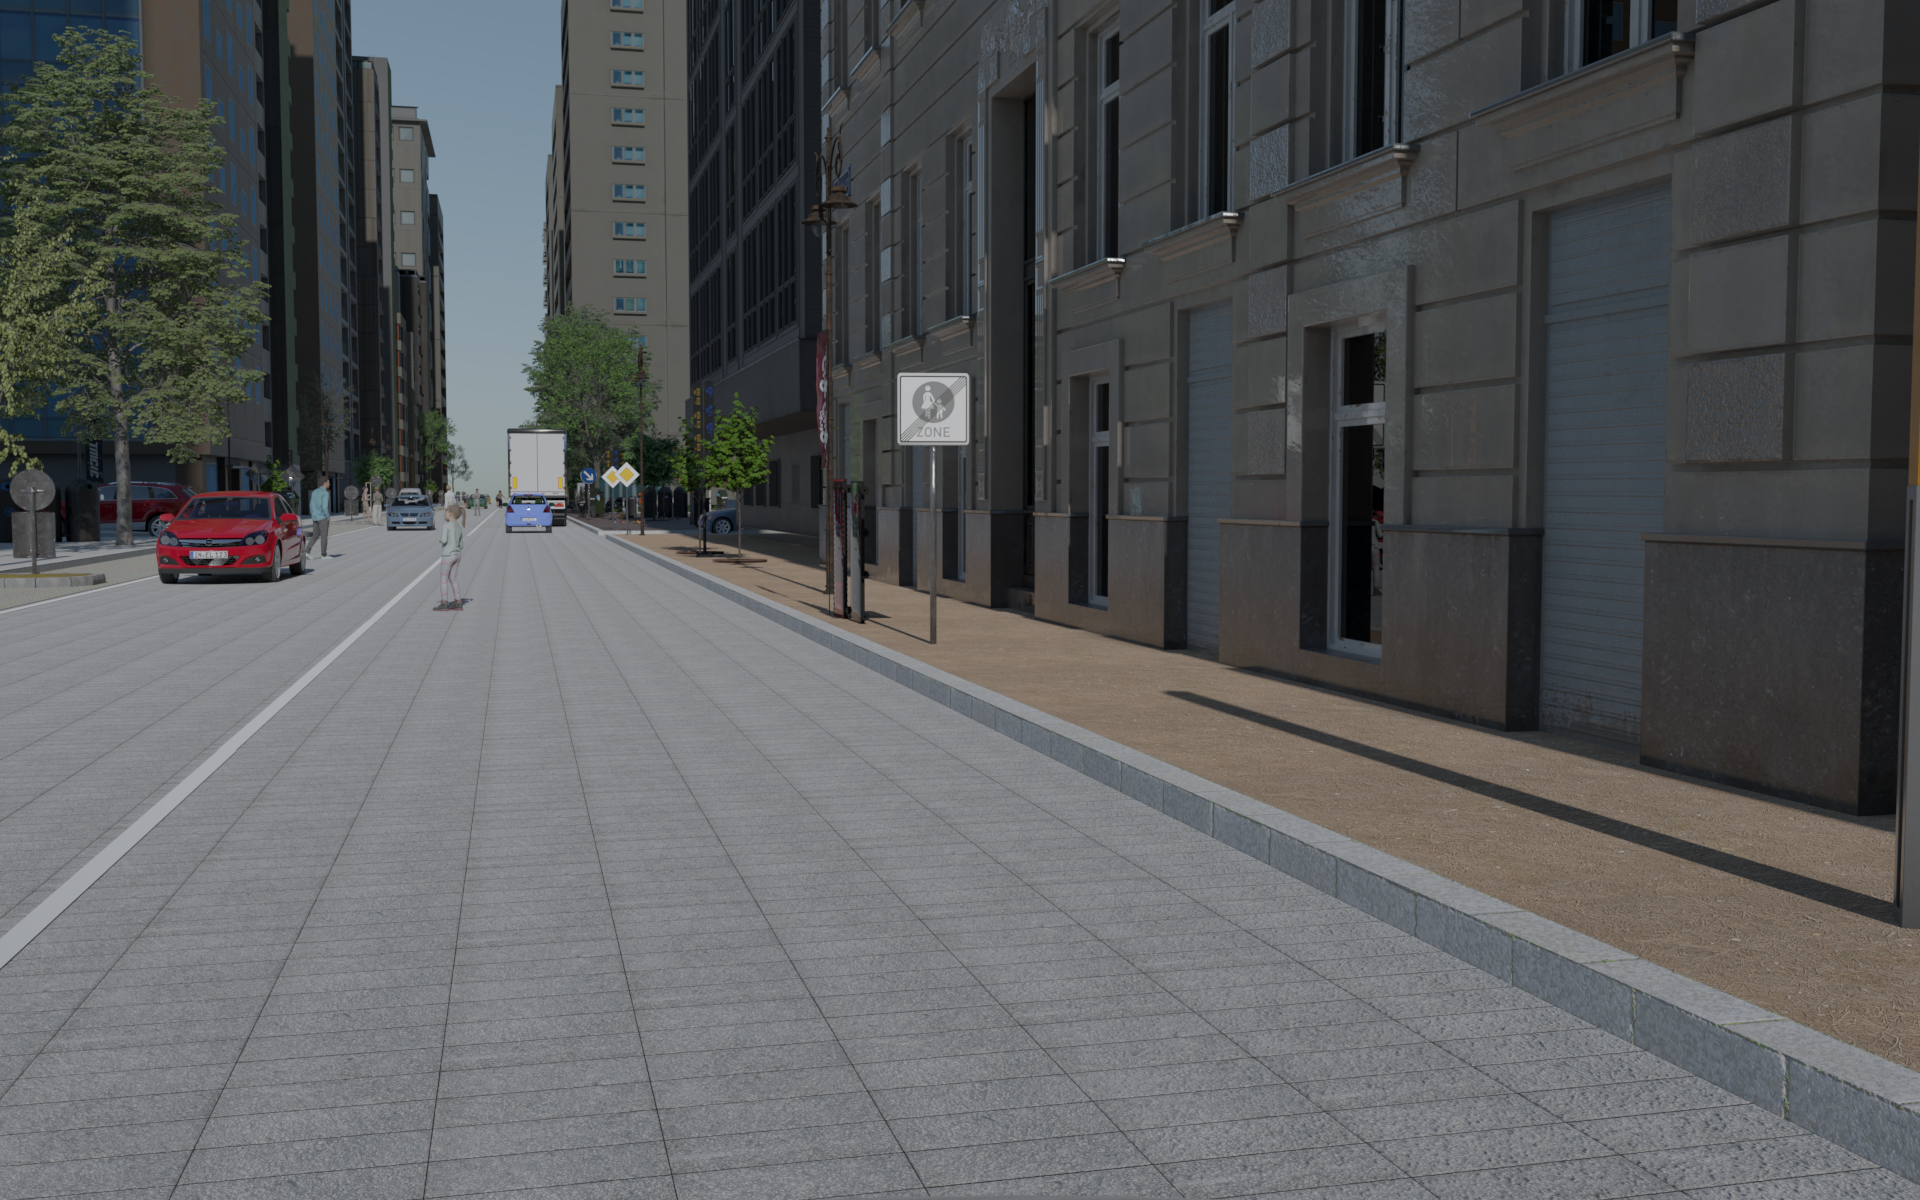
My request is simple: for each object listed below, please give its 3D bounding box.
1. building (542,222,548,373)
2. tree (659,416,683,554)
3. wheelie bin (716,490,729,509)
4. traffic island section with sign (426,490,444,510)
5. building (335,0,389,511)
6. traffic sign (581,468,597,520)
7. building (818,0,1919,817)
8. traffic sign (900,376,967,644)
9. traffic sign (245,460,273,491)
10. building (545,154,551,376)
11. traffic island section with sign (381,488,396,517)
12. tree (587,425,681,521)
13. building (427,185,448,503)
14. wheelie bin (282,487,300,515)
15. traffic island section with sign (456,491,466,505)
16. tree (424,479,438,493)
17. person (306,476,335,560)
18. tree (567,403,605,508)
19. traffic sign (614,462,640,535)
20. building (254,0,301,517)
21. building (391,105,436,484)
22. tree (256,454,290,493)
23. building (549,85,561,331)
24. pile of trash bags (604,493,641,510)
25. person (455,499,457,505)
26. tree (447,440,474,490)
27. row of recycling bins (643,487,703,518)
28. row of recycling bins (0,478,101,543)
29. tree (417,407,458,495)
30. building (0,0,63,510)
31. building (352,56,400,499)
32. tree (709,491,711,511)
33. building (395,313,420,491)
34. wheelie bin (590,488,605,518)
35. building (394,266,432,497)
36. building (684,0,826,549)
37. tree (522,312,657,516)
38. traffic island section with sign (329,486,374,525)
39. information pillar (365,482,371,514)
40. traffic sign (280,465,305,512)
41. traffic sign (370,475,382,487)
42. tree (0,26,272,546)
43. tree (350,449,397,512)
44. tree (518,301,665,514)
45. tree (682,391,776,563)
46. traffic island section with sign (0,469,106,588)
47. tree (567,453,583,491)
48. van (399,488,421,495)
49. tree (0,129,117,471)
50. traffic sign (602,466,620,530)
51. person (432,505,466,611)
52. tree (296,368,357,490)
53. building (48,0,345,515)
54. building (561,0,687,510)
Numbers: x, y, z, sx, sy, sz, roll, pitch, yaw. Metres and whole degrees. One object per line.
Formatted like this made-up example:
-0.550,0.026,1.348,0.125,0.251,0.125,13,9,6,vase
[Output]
-55.056,-40.208,277.008,23.786,49.044,30.456,-1,4,-14,building
-5.543,-2.592,36.973,1.663,3.219,1.824,0,3,0,tree
-16.885,-7.023,122.739,0.980,1.594,0.693,-3,5,-43,wheelie bin
-47.736,-9.017,156.061,1.989,1.847,2.006,-1,4,-14,traffic island section with sign
-57.102,-42.771,137.552,20.563,71.187,20.611,-1,4,-14,building
-18.069,-5.150,84.313,0.768,2.556,0.104,-1,4,-13,traffic sign
6.016,-13.572,19.166,12.463,27.353,25.104,-1,4,-14,building
-0.229,-0.771,14.743,0.606,2.300,0.079,0,4,-5,traffic sign
-20.818,-2.925,51.474,0.795,2.450,0.064,-1,4,-14,traffic sign
-45.370,-37.523,237.194,21.300,48.544,21.600,-1,4,-14,building
-35.270,-6.051,107.555,1.989,1.847,2.006,-1,4,-14,traffic island section with sign
-14.666,-6.058,82.755,4.285,4.588,4.351,0,3,0,tree
-89.224,-39.018,261.644,21.300,48.544,21.600,-1,4,-14,building
-30.628,-4.363,79.243,0.693,1.594,0.980,-3,5,-40,wheelie bin
-74.889,-15.476,261.653,1.989,1.847,2.006,-1,4,-14,traffic island section with sign
-60.756,-12.455,198.243,1.663,3.219,1.824,0,3,0,tree
-14.047,-1.796,37.887,0.660,1.820,0.620,2,4,33,person
-29.845,-11.348,135.903,4.360,8.622,3.978,0,3,0,tree
-10.406,-3.087,54.120,0.795,2.450,0.064,-1,4,-14,traffic sign
-41.948,-19.318,87.558,14.160,30.474,14.107,-1,4,-14,building
-86.546,-39.567,236.151,28.713,52.752,27.495,-1,4,-14,building
-30.801,-5.043,77.047,1.663,3.219,1.824,0,3,0,tree
-35.551,-35.205,199.300,21.300,48.544,21.600,-1,4,-14,building
-24.909,-7.342,129.789,1.912,1.369,3.447,3,4,37,pile of trash bags
-23.109,-4.147,78.902,0.503,1.515,0.523,-3,5,-41,person
-83.896,-21.479,285.596,7.601,10.594,8.767,-1,4,-18,tree
-15.654,-5.357,94.696,3.534,1.692,1.069,1,4,9,row of recycling bins
-24.791,-2.374,45.924,3.534,1.692,1.069,-2,4,-35,row of recycling bins
-63.614,-17.095,205.264,9.928,11.665,9.643,0,3,0,tree
-35.303,-25.435,65.978,14.600,45.320,14.200,-1,4,-14,building
-58.646,-28.890,155.948,14.154,41.232,14.086,-1,4,-14,building
-18.279,-10.786,126.705,4.360,8.622,3.978,0,3,0,tree
-70.279,-20.240,175.966,27.650,21.520,28.899,-1,4,-14,building
-19.617,-5.253,93.789,0.693,1.594,0.980,-3,4,-37,wheelie bin
-74.534,-27.326,218.473,14.160,30.474,14.107,-1,4,-14,building
1.262,-15.274,43.242,14.314,27.812,24.014,-1,4,-14,building
-21.003,-10.640,99.720,9.928,11.665,9.643,0,3,0,tree
-28.476,-4.437,81.178,1.989,1.847,2.006,-1,4,-14,traffic island section with sign
-37.470,-6.432,109.662,0.304,2.012,0.304,-2,4,-28,information pillar
-22.807,-3.399,59.209,0.795,2.450,0.064,-1,4,-14,traffic sign
-39.484,-7.161,117.183,0.768,2.556,0.104,-1,4,-13,traffic sign
-21.336,-7.644,43.114,7.486,12.596,7.792,0,3,0,tree
-42.627,-8.694,125.859,4.285,4.588,4.351,0,3,0,tree
-24.090,-12.633,113.207,9.857,13.997,8.962,0,3,0,tree
-4.281,-2.319,32.510,1.663,3.219,1.824,0,3,0,tree
-14.565,-1.128,27.070,1.989,1.847,2.006,-1,4,-14,traffic island section with sign
-26.788,-8.485,122.438,4.285,4.588,4.351,0,3,0,tree
-38.814,-7.048,122.238,2.013,2.044,4.112,-1,4,-15,van
-19.126,-5.101,33.770,4.737,8.622,4.395,0,3,0,tree
-12.395,-3.560,61.855,0.795,2.450,0.064,-1,4,-14,traffic sign
-6.276,-0.518,21.250,0.394,1.301,0.425,0,4,3,person
-37.030,-9.174,100.363,4.360,8.622,3.978,0,3,0,tree
-46.982,-28.045,108.644,14.600,45.320,14.200,-1,4,-14,building
-23.332,-32.250,150.992,21.300,48.544,21.600,-1,4,-14,building
